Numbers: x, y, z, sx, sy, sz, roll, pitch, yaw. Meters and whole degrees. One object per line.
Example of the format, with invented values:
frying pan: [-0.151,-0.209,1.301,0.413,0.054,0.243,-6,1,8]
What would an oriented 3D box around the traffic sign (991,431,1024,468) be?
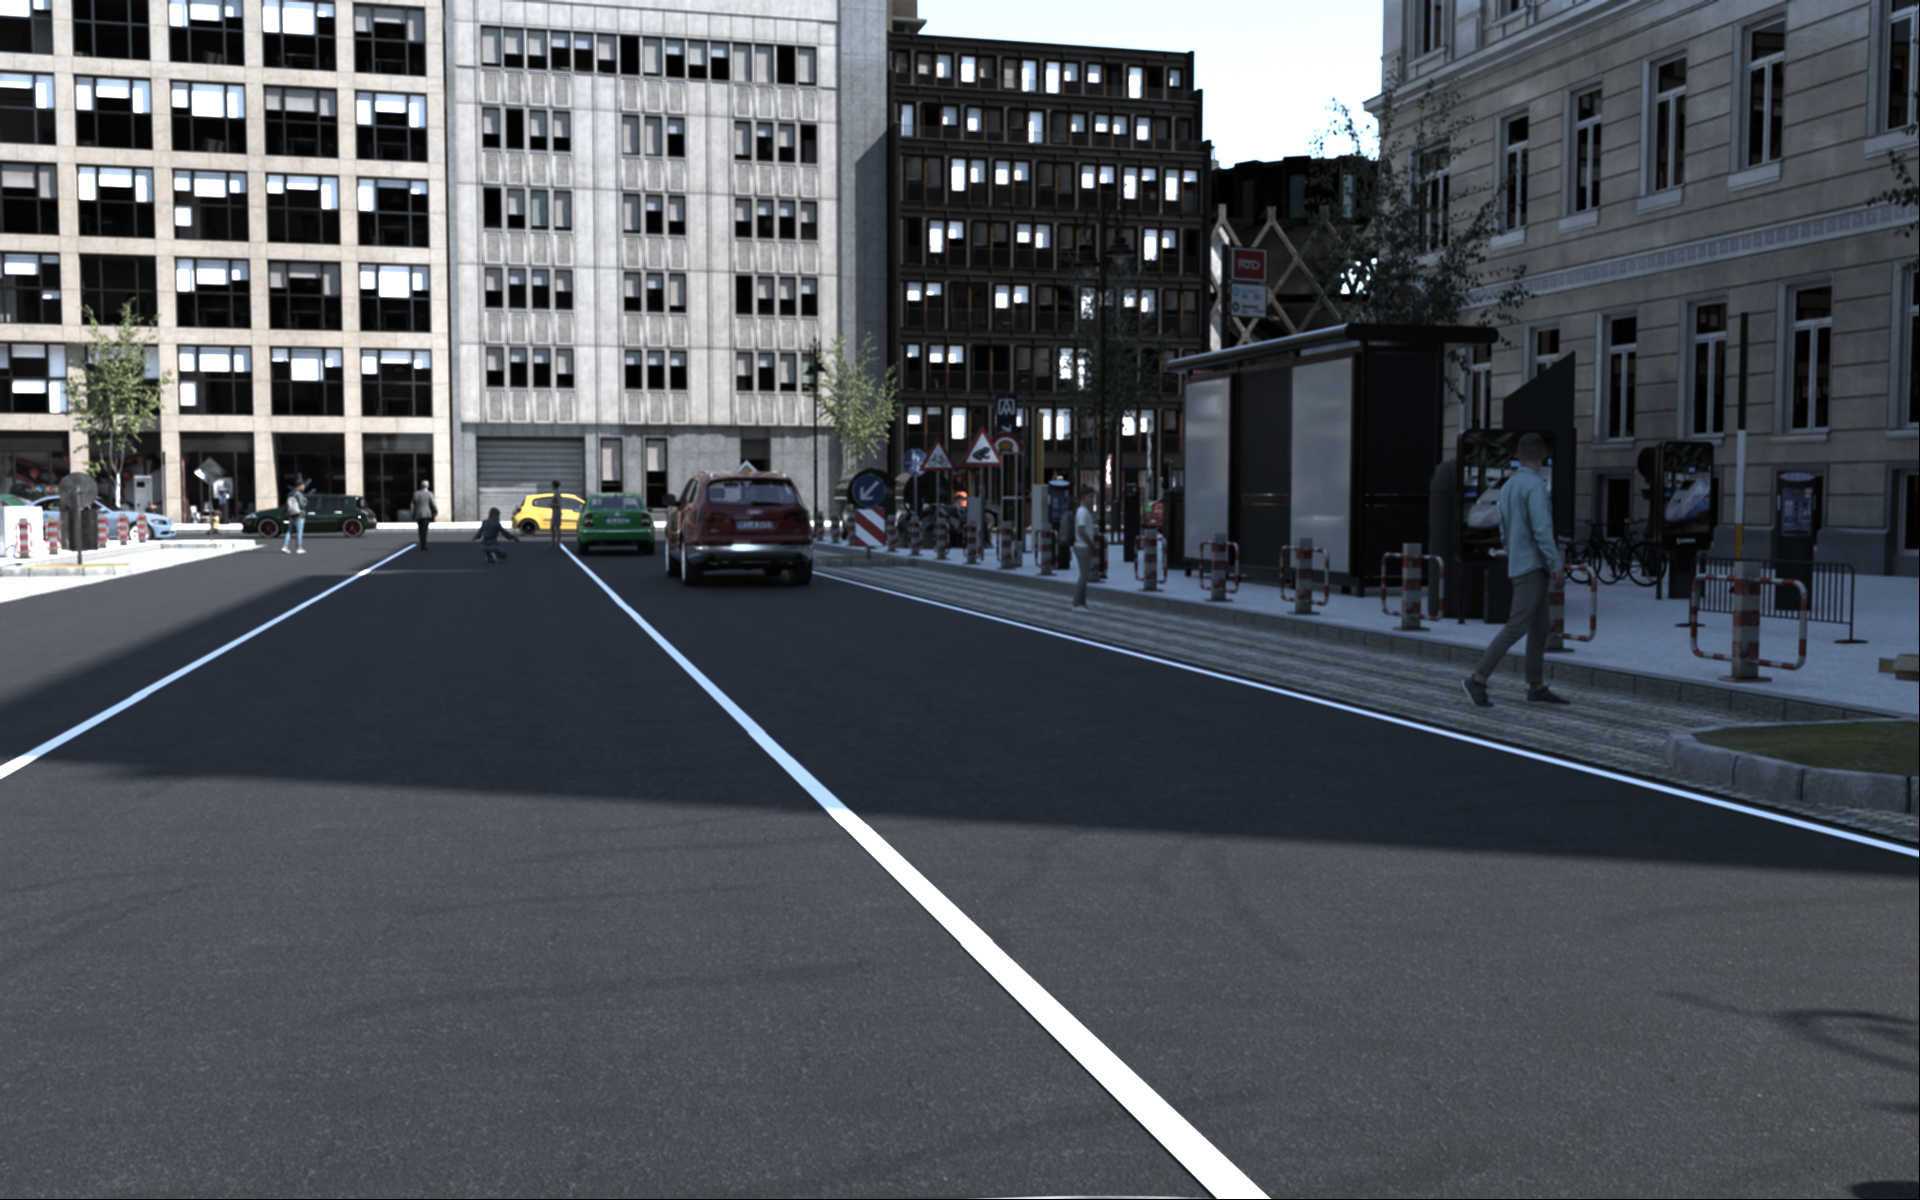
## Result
traffic sign: [0.921,-2.154,35.329,0.768,2.556,0.104,-1,4,-12]

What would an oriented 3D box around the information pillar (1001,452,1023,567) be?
information pillar: [0.912,-1.589,30.472,0.304,2.012,0.304,1,4,21]

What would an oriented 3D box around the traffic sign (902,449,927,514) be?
traffic sign: [-1.254,-2.973,48.720,0.768,2.556,0.104,-1,4,-9]

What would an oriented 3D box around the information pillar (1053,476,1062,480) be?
information pillar: [4.068,-4.150,72.350,0.304,2.012,0.304,3,5,43]

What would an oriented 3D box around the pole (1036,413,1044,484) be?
pole: [2.011,-3.038,43.523,0.158,3.312,0.155,0,3,0]

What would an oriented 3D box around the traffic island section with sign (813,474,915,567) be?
traffic island section with sign: [-2.074,-1.597,34.744,1.989,1.847,2.006,-1,4,-15]

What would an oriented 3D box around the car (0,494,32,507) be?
car: [-29.555,-2.454,51.927,4.920,1.459,2.131,-1,4,-13]

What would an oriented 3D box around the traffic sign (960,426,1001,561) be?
traffic sign: [0.423,-2.028,33.169,0.884,2.594,0.081,-1,4,-10]

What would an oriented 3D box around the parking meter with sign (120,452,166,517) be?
parking meter with sign: [-33.389,-4.555,70.730,1.738,3.016,0.543,-2,4,-24]

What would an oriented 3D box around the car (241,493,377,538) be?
car: [-21.526,-2.908,57.329,4.222,1.686,2.009,-1,4,-16]

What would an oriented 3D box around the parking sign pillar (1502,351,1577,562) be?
parking sign pillar: [11.068,-2.731,33.117,1.447,3.967,1.447,2,4,31]

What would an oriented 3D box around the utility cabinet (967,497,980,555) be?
utility cabinet: [0.323,-1.579,36.984,0.306,1.237,1.020,0,4,2]

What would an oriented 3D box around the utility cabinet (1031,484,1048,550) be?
utility cabinet: [2.079,-1.884,39.482,0.318,1.500,1.173,2,4,35]

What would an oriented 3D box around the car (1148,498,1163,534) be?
car: [8.726,-3.085,59.485,4.494,1.783,2.155,-1,4,-13]

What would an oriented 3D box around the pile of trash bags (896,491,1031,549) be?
pile of trash bags: [0.183,-1.942,41.512,3.447,1.369,1.912,-2,4,-24]

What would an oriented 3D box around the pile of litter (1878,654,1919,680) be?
pile of litter: [7.000,0.132,11.814,1.176,0.858,1.719,1,4,13]

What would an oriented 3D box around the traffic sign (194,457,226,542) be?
traffic sign: [-20.232,-2.637,46.754,0.795,2.450,0.064,-1,4,-15]

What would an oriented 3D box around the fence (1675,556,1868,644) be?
fence: [7.380,-0.029,15.842,0.278,0.683,2.069,-1,4,-18]

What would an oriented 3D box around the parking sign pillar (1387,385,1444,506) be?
parking sign pillar: [9.165,-2.846,35.002,1.447,3.967,1.447,-2,4,-35]

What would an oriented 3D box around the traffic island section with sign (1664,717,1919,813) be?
traffic island section with sign: [4.732,-0.002,8.659,1.989,1.847,2.006,-1,4,-15]

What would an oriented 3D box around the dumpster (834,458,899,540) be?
dumpster: [-2.571,-2.783,47.992,1.502,2.255,1.985,-1,4,-15]

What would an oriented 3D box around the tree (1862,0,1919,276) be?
tree: [12.521,-4.195,18.954,4.360,8.622,3.978,0,3,0]

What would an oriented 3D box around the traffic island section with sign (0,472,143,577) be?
traffic island section with sign: [-15.760,-1.359,30.855,1.989,1.847,2.006,-1,4,-15]

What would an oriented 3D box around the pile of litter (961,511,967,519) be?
pile of litter: [-0.158,-1.851,44.233,1.176,0.858,1.719,3,4,39]

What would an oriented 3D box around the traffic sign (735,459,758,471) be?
traffic sign: [-6.201,-2.859,50.385,0.795,2.450,0.064,-1,4,-15]

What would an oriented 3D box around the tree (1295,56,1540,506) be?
tree: [7.640,-4.887,30.270,4.360,8.622,3.978,0,3,0]

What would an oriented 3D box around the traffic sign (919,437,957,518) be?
traffic sign: [-0.504,-2.420,39.576,0.884,2.594,0.081,-1,4,-10]

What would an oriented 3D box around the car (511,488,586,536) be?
car: [-13.475,-3.035,59.841,3.980,1.641,2.015,-1,4,-13]

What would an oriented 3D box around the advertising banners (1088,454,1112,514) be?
advertising banners: [6.042,-4.830,75.159,0.090,3.025,2.074,3,4,38]

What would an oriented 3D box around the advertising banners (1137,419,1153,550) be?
advertising banners: [4.153,-2.665,39.761,0.090,3.025,2.074,1,4,21]

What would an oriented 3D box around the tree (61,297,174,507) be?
tree: [-31.778,-7.021,65.155,4.737,8.622,4.395,0,3,0]

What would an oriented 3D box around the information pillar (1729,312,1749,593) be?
information pillar: [10.173,-1.908,22.545,0.183,3.616,0.504,2,4,27]

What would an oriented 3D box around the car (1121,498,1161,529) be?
car: [8.800,-3.576,70.259,4.920,1.459,2.131,-1,4,-14]

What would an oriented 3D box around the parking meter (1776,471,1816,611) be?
parking meter: [9.234,-0.657,19.148,0.372,1.533,0.369,0,3,0]

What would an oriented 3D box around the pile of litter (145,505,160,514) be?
pile of litter: [-32.399,-3.380,69.232,1.719,0.858,1.176,1,4,13]

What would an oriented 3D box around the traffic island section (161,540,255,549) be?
traffic island section: [-20.253,-1.500,46.810,2.009,0.180,2.903,-1,4,-15]

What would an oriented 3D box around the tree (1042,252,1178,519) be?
tree: [4.232,-6.139,50.740,4.360,8.622,3.978,0,3,0]

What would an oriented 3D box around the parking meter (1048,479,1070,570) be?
parking meter: [1.689,-1.290,29.507,0.372,1.533,0.369,0,3,0]

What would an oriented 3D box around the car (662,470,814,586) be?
car: [-3.739,-1.231,28.795,2.281,1.827,5.304,-1,4,-14]

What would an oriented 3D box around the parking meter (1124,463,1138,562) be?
parking meter: [3.232,-1.656,32.788,0.255,1.863,0.399,0,4,5]

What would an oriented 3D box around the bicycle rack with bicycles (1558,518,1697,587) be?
bicycle rack with bicycles: [9.310,-0.717,25.098,2.852,0.926,2.925,-1,4,-16]

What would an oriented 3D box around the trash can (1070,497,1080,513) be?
trash can: [5.358,-4.332,82.479,0.748,1.137,0.748,0,3,0]

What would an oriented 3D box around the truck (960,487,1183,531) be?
truck: [6.983,-4.720,66.924,18.799,4.110,2.967,-1,4,-13]

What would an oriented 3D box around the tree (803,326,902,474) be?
tree: [-4.796,-7.748,77.037,4.737,8.622,4.395,0,3,0]

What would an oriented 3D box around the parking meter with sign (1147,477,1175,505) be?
parking meter with sign: [9.360,-5.030,78.500,1.738,3.016,0.543,1,4,13]

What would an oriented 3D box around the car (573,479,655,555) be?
car: [-8.436,-2.045,42.228,1.959,1.807,4.718,-1,4,-13]

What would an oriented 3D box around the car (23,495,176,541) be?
car: [-24.845,-2.289,49.424,4.499,1.417,2.014,-1,4,-13]

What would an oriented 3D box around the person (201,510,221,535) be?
person: [-26.422,-2.734,61.133,0.695,0.859,0.347,0,4,-1]

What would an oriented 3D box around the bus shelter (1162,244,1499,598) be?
bus shelter: [4.640,-2.935,25.627,2.179,5.291,8.768,-1,4,-14]

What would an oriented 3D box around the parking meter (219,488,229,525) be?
parking meter: [-30.870,-3.928,72.637,0.372,1.533,0.369,0,3,0]
